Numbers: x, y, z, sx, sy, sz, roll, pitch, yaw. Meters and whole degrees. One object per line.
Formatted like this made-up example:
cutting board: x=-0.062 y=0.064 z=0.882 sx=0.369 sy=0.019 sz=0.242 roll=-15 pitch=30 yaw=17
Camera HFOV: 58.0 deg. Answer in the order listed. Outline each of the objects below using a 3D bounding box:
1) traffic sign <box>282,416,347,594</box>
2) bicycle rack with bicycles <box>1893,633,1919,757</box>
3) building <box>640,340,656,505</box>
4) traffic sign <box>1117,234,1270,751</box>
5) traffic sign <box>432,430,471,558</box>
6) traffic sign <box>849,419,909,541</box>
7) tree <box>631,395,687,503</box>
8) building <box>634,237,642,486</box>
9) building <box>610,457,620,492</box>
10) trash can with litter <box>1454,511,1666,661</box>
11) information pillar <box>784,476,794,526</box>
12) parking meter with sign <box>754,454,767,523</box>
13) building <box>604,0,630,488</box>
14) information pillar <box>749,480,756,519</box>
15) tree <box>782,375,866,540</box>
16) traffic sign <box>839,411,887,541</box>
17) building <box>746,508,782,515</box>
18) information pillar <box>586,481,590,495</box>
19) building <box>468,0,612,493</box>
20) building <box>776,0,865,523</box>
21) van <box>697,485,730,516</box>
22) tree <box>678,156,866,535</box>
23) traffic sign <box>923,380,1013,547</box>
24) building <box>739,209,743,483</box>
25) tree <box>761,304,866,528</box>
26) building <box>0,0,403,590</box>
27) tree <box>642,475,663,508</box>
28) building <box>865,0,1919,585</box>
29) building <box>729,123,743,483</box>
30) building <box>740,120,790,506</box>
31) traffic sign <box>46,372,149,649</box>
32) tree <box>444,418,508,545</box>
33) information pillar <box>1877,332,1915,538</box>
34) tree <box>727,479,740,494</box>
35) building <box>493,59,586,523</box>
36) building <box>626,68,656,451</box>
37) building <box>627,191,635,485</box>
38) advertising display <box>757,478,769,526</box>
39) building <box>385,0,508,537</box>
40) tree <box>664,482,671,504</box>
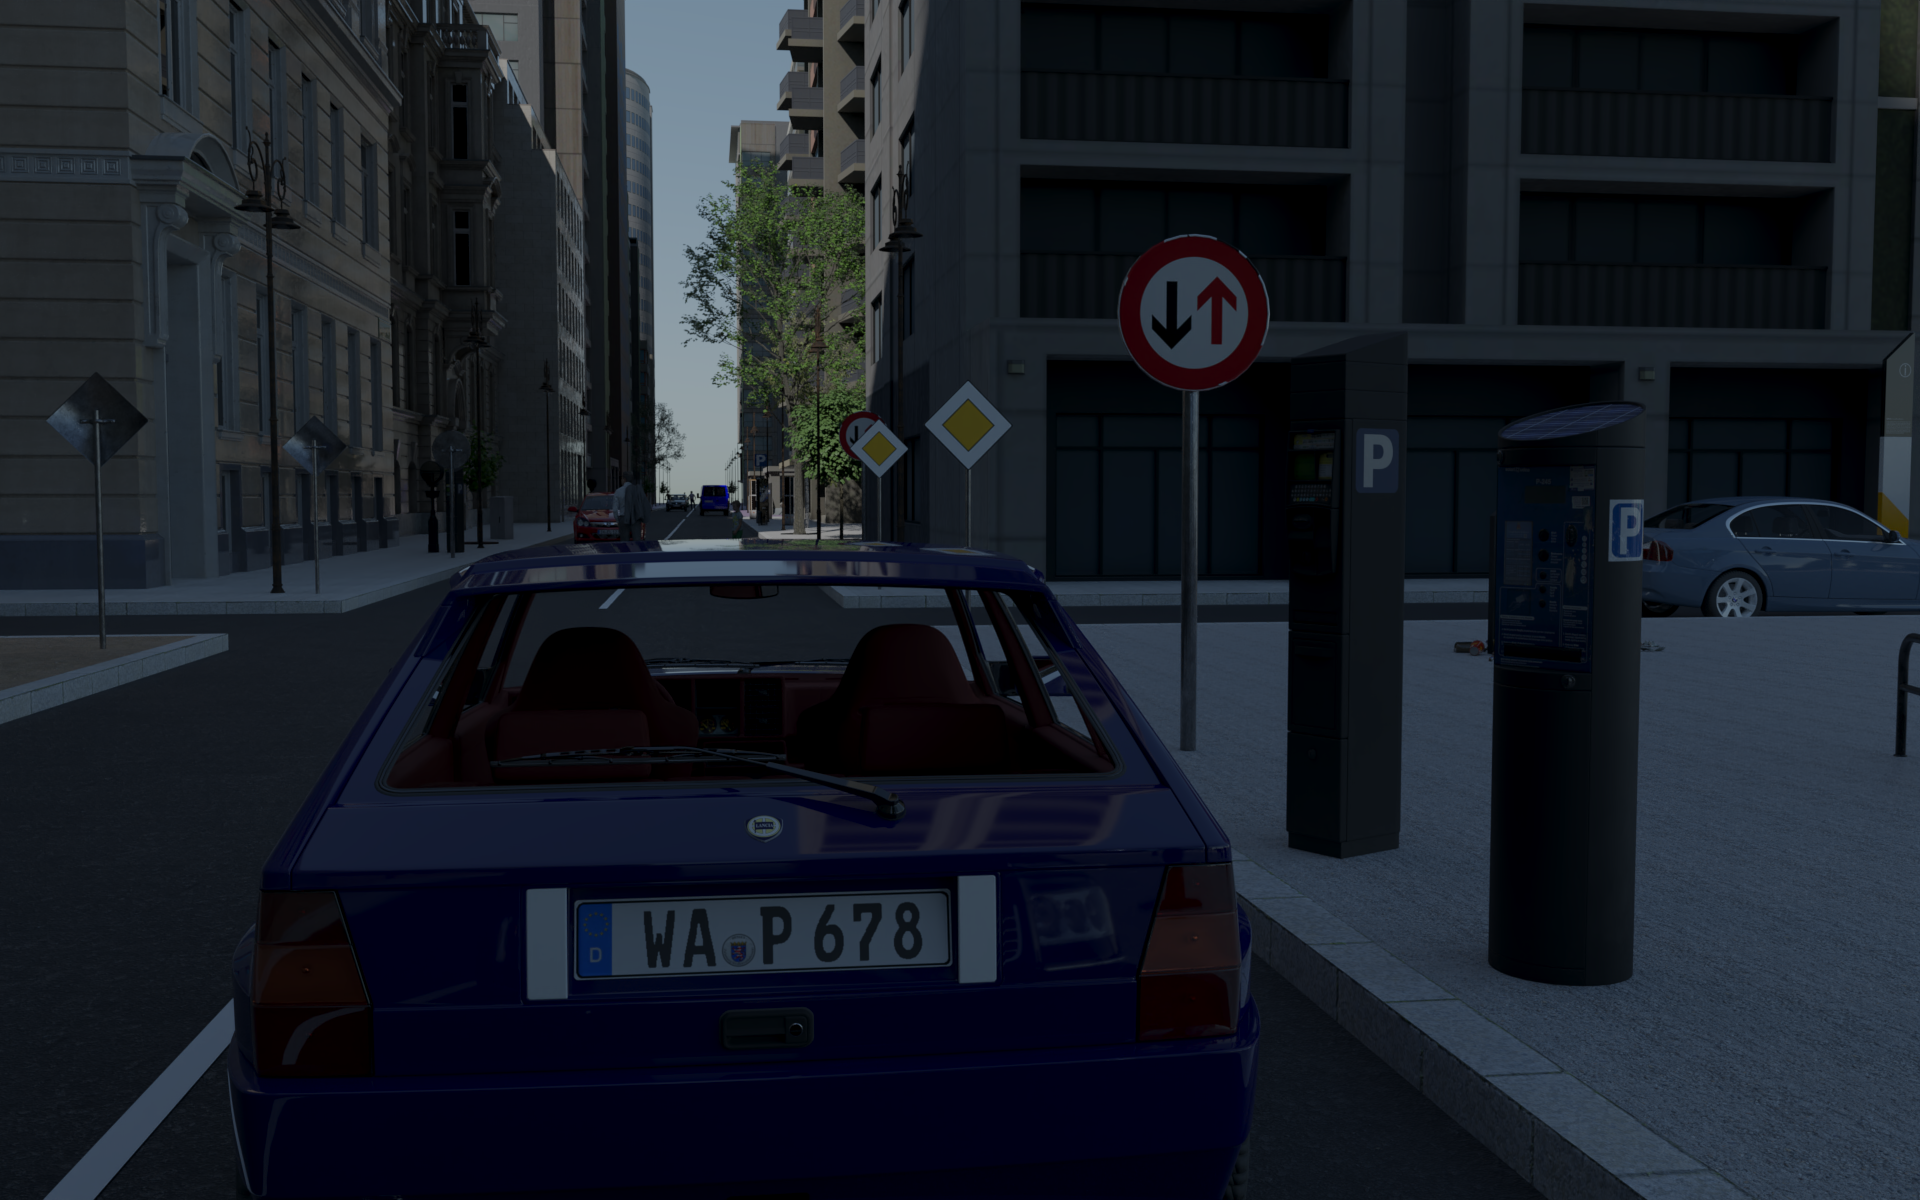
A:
traffic sign: x=-8.255 y=-1.135 z=22.200 sx=0.795 sy=2.450 sz=0.064 roll=-1 pitch=4 yaw=-8
bicycle rack with bicycles: x=5.474 y=0.356 z=7.562 sx=2.852 sy=0.926 sz=2.925 roll=1 pitch=4 yaw=11
building: x=-50.836 y=-22.136 z=206.962 sx=27.650 sy=21.520 sz=28.899 roll=-1 pitch=4 yaw=-8
traffic sign: x=1.143 y=-0.519 z=8.599 sx=0.768 sy=2.556 sz=0.104 roll=0 pitch=4 yaw=-8
traffic sign: x=-10.177 y=-2.114 z=34.677 sx=0.768 sy=2.556 sz=0.104 roll=0 pitch=4 yaw=-3
traffic sign: x=-1.084 y=-1.197 z=23.221 sx=0.795 sy=2.450 sz=0.064 roll=-1 pitch=4 yaw=-8
tree: x=-29.585 y=-14.018 z=163.600 sx=8.767 sy=10.594 sz=7.601 roll=0 pitch=4 yaw=5
building: x=-41.749 y=-25.359 z=186.320 sx=14.160 sy=30.474 sz=14.107 roll=-1 pitch=4 yaw=-8
building: x=-34.181 y=-41.550 z=117.595 sx=20.563 sy=71.187 sz=20.611 roll=-1 pitch=4 yaw=-8
trash can with litter: x=4.890 y=-0.178 z=13.961 sx=2.233 sy=1.210 sz=1.678 roll=-1 pitch=4 yaw=-20
information pillar: x=-6.981 y=-4.049 z=70.692 sx=0.304 sy=2.012 sz=0.304 roll=2 pitch=4 yaw=25
parking meter with sign: x=-8.722 y=-4.883 z=76.099 sx=0.543 sy=3.016 sz=1.738 roll=0 pitch=4 yaw=-5
building: x=-33.456 y=-29.721 z=136.046 sx=14.600 sy=45.320 sz=14.200 roll=-1 pitch=4 yaw=-8
information pillar: x=-10.635 y=-5.165 z=88.941 sx=0.304 sy=2.012 sz=0.304 roll=-2 pitch=4 yaw=-24
tree: x=-3.356 y=-3.913 z=47.697 sx=4.285 sy=4.588 sz=4.351 roll=0 pitch=3 yaw=0
traffic sign: x=-1.467 y=-1.616 z=26.534 sx=0.768 sy=2.556 sz=0.104 roll=0 pitch=4 yaw=1
building: x=-0.776 y=-27.267 z=137.697 sx=32.217 sy=40.220 sz=23.993 roll=-1 pitch=4 yaw=-8
information pillar: x=-20.508 y=-5.531 z=94.928 sx=0.304 sy=2.012 sz=0.304 roll=2 pitch=4 yaw=31
building: x=-28.281 y=-25.581 z=101.849 sx=14.154 sy=41.232 sz=14.086 roll=-1 pitch=4 yaw=-8
building: x=2.470 y=-26.247 z=83.769 sx=22.147 sy=44.769 sz=28.867 roll=-1 pitch=4 yaw=-8
van: x=-16.565 y=-6.861 z=116.557 sx=2.240 sy=2.365 sz=5.245 roll=-1 pitch=4 yaw=-9
tree: x=-5.242 y=-7.874 z=54.498 sx=9.928 sy=11.665 sz=9.643 roll=0 pitch=3 yaw=0
traffic sign: x=0.068 y=-0.714 z=15.320 sx=0.795 sy=2.450 sz=0.064 roll=-1 pitch=4 yaw=-8
building: x=-16.116 y=-34.285 z=215.177 sx=22.147 sy=44.769 sz=28.867 roll=-1 pitch=4 yaw=-8
tree: x=-5.569 y=-7.032 z=65.330 sx=4.737 sy=8.622 sz=4.395 roll=0 pitch=3 yaw=0
building: x=-18.540 y=-15.004 z=31.225 sx=13.634 sy=28.700 sz=20.117 roll=-1 pitch=4 yaw=-8
tree: x=-28.706 y=-10.034 z=158.651 sx=1.663 sy=3.219 sz=1.824 roll=0 pitch=3 yaw=0
building: x=9.138 y=-36.409 z=33.543 sx=20.611 sy=71.187 sz=20.563 roll=-1 pitch=4 yaw=-8
building: x=-17.685 y=-40.013 z=243.451 sx=28.713 sy=52.752 sz=27.495 roll=-1 pitch=4 yaw=-8
building: x=-17.369 y=-31.183 z=193.441 sx=14.154 sy=41.232 sz=14.086 roll=-1 pitch=4 yaw=-8
traffic sign: x=-7.103 y=-0.652 z=14.298 sx=0.795 sy=2.450 sz=0.064 roll=-1 pitch=4 yaw=-8
tree: x=-12.518 y=-3.045 z=44.386 sx=1.663 sy=3.219 sz=1.824 roll=0 pitch=3 yaw=0
information pillar: x=13.561 y=-2.063 z=25.091 sx=0.504 sy=3.616 sz=0.183 roll=-1 pitch=4 yaw=-14
tree: x=-28.515 y=-13.546 z=216.078 sx=1.663 sy=3.219 sz=1.824 roll=0 pitch=3 yaw=0
building: x=-24.203 y=-14.042 z=84.331 sx=10.420 sy=20.320 sz=16.860 roll=-1 pitch=4 yaw=-8
building: x=-52.567 y=-42.388 z=235.040 sx=21.231 sy=58.520 sz=28.212 roll=-1 pitch=4 yaw=-8
building: x=-36.151 y=-23.187 z=150.801 sx=14.160 sy=30.474 sz=14.107 roll=-1 pitch=4 yaw=-8
advertising display: x=-8.050 y=-4.007 z=70.727 sx=0.123 sy=1.923 sz=0.974 roll=1 pitch=4 yaw=16
building: x=-22.961 y=-14.635 z=58.364 sx=14.460 sy=24.649 sz=34.723 roll=-1 pitch=4 yaw=-8
tree: x=-38.918 y=-14.204 z=226.834 sx=1.663 sy=3.219 sz=1.824 roll=0 pitch=3 yaw=0
